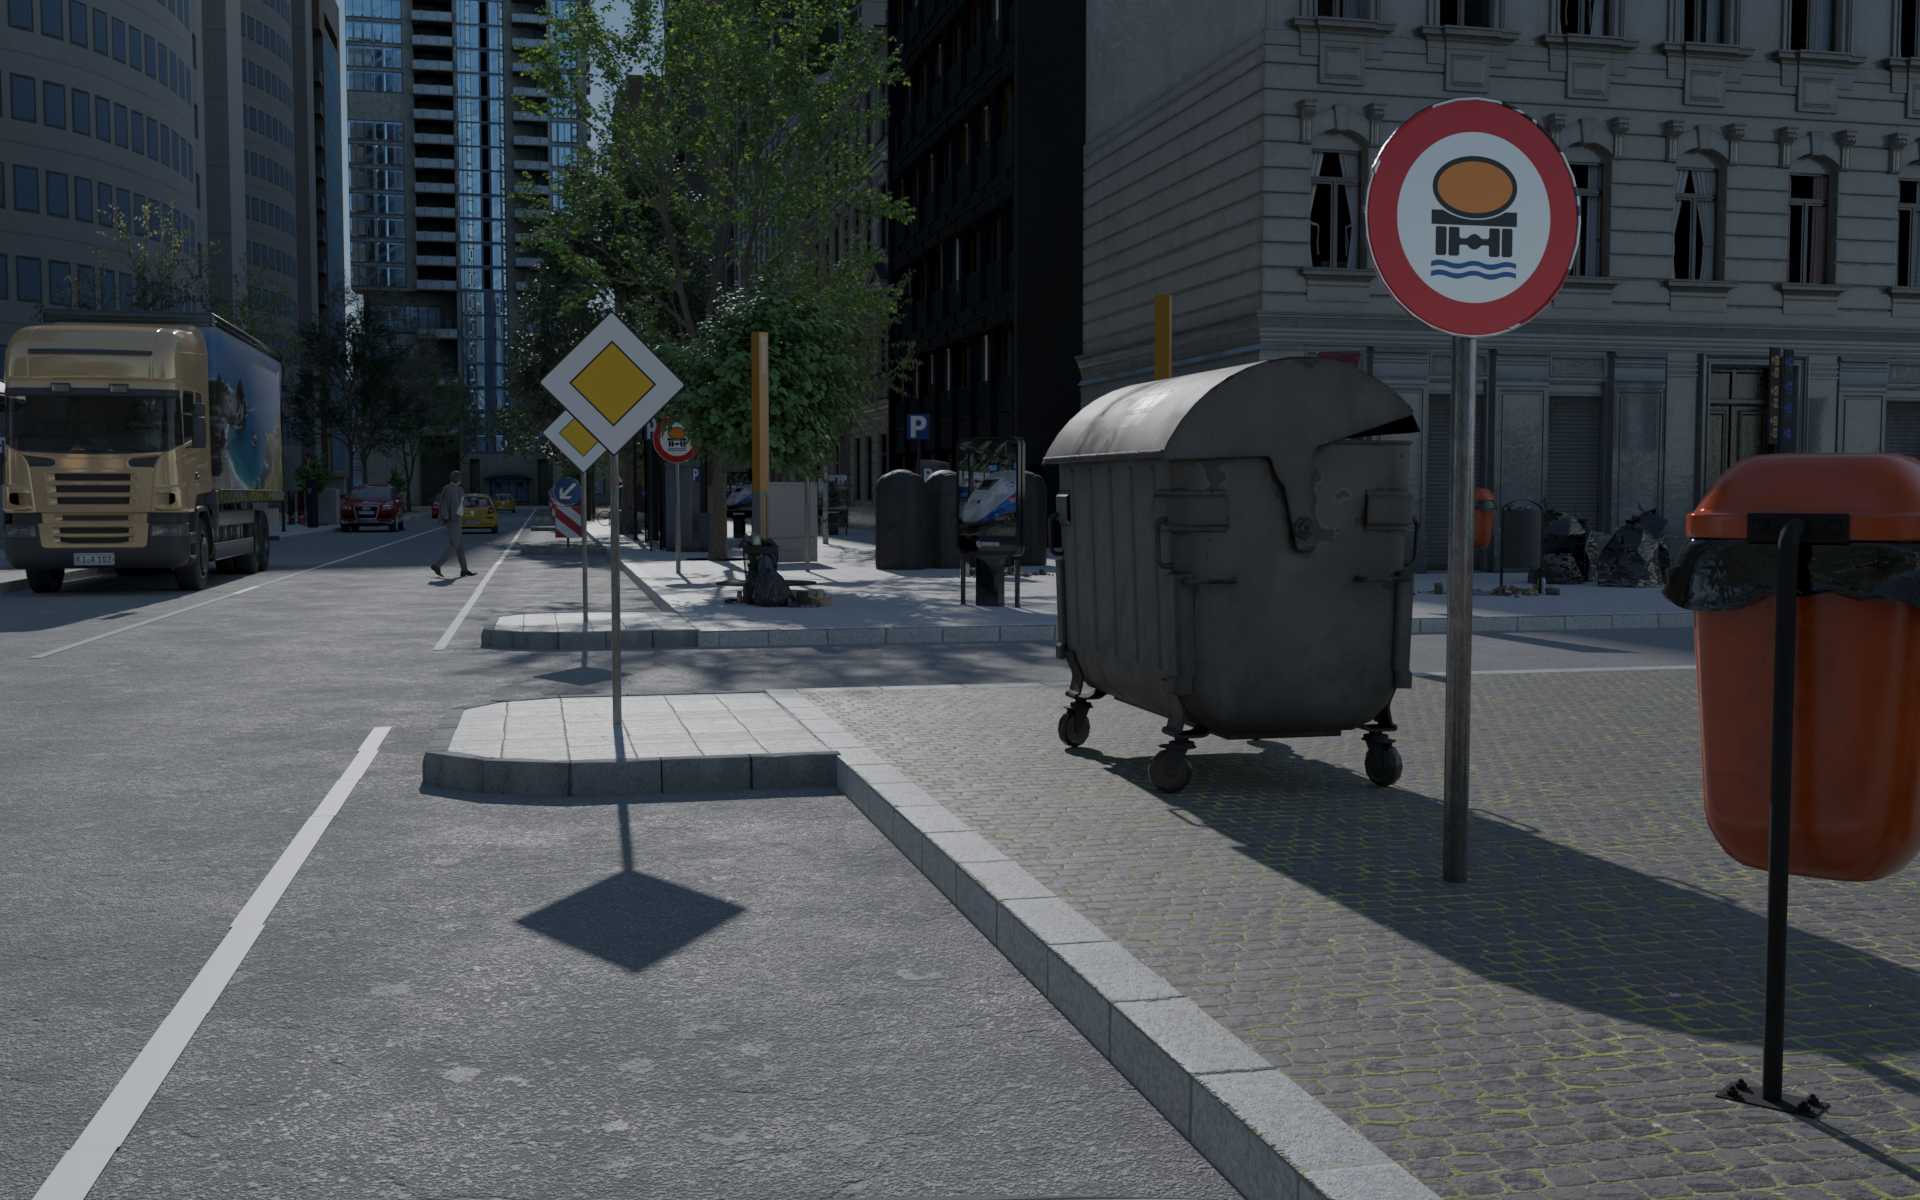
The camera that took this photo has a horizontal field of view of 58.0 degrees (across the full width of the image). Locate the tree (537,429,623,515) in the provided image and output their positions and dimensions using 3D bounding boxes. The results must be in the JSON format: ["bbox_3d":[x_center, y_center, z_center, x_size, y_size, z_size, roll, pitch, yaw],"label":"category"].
[{"bbox_3d":[-22.938,-11.623,108.169,7.486,12.596,7.792,0,3,0],"label":"tree"}]

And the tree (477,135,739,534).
[{"bbox_3d":[-10.535,-8.456,55.266,9.611,12.733,9.660,0,3,0],"label":"tree"}]

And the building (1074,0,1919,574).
[{"bbox_3d":[12.218,-11.249,33.067,18.267,20.994,9.793,-1,4,-13],"label":"building"}]

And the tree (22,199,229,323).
[{"bbox_3d":[-20.229,-5.643,42.629,4.360,8.622,3.978,0,3,0],"label":"tree"}]

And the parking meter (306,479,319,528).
[{"bbox_3d":[-24.676,-3.686,65.974,0.399,1.863,0.255,2,4,25],"label":"parking meter"}]

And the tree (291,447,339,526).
[{"bbox_3d":[-26.343,-4.646,70.563,1.663,3.219,1.824,0,3,0],"label":"tree"}]

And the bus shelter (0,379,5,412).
[{"bbox_3d":[-16.177,-2.026,27.055,2.014,3.302,5.546,-1,4,-13],"label":"bus shelter"}]

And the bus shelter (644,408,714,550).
[{"bbox_3d":[-7.114,-3.145,42.700,1.731,3.624,6.357,-1,4,-13],"label":"bus shelter"}]

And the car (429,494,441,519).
[{"bbox_3d":[-30.166,-5.690,102.077,2.155,1.783,4.494,-1,4,-15],"label":"car"}]

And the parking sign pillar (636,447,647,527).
[{"bbox_3d":[-12.174,-4.825,67.358,1.447,3.967,1.447,0,4,-4],"label":"parking sign pillar"}]

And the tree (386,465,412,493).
[{"bbox_3d":[-36.539,-7.187,112.112,1.663,3.219,1.824,0,3,0],"label":"tree"}]

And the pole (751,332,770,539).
[{"bbox_3d":[-2.524,-1.717,21.922,0.158,3.312,0.155,0,3,0],"label":"pole"}]

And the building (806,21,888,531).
[{"bbox_3d":[0.150,-12.337,66.342,10.561,19.102,19.286,-1,4,-13],"label":"building"}]

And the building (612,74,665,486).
[{"bbox_3d":[-30.401,-32.999,189.647,14.200,45.320,14.600,-1,4,-13],"label":"building"}]

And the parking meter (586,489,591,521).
[{"bbox_3d":[-18.120,-4.628,84.081,0.372,1.533,0.369,0,3,0],"label":"parking meter"}]

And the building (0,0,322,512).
[{"bbox_3d":[-58.058,-35.420,121.113,21.231,58.520,28.212,-1,4,-13],"label":"building"}]

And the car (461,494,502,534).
[{"bbox_3d":[-17.832,-3.259,63.501,2.015,1.641,3.980,-1,4,-14],"label":"car"}]

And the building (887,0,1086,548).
[{"bbox_3d":[5.486,-13.443,49.463,12.332,23.373,15.834,-1,4,-13],"label":"building"}]

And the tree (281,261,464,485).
[{"bbox_3d":[-31.635,-11.099,91.841,12.009,13.543,11.850,0,3,0],"label":"tree"}]

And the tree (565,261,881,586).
[{"bbox_3d":[-2.680,-2.497,24.542,4.285,4.588,4.351,0,3,0],"label":"tree"}]

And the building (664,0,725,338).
[{"bbox_3d":[-11.511,-31.299,135.440,21.300,48.544,21.600,-1,4,-13],"label":"building"}]

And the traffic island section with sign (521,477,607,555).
[{"bbox_3d":[-9.518,-2.012,41.523,1.989,1.847,2.006,-1,4,-13],"label":"traffic island section with sign"}]

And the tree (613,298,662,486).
[{"bbox_3d":[-11.862,-6.965,64.248,4.737,8.622,4.395,0,3,0],"label":"tree"}]

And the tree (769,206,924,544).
[{"bbox_3d":[-3.276,-5.756,44.478,4.737,8.622,4.395,0,3,0],"label":"tree"}]

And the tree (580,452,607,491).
[{"bbox_3d":[-34.425,-12.746,158.764,4.360,8.622,3.978,0,3,0],"label":"tree"}]

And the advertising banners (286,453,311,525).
[{"bbox_3d":[-27.917,-4.714,73.270,0.090,3.025,2.074,1,4,9],"label":"advertising banners"}]

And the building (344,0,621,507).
[{"bbox_3d":[-53.319,-53.480,187.064,31.000,86.520,22.319,-1,4,-13],"label":"building"}]

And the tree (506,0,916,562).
[{"bbox_3d":[-4.682,-6.552,32.877,9.928,11.665,9.643,0,3,0],"label":"tree"}]

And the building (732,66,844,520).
[{"bbox_3d":[-5.275,-14.419,84.897,9.793,20.994,18.267,-1,4,-13],"label":"building"}]

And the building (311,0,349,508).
[{"bbox_3d":[-59.161,-30.153,143.106,14.200,45.320,14.600,-1,4,-13],"label":"building"}]

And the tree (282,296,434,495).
[{"bbox_3d":[-28.316,-8.968,81.047,7.601,10.594,8.767,-2,4,-33],"label":"tree"}]

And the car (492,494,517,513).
[{"bbox_3d":[-34.716,-7.431,131.728,2.015,1.641,3.980,-1,4,-13],"label":"car"}]

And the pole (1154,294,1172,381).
[{"bbox_3d":[2.083,-1.466,17.814,0.158,3.312,0.155,0,3,0],"label":"pole"}]

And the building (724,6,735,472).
[{"bbox_3d":[-6.515,-41.314,113.729,20.563,71.187,20.611,-1,4,-13],"label":"building"}]

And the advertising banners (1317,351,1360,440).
[{"bbox_3d":[3.887,-1.546,21.469,2.074,3.025,0.090,0,4,8],"label":"advertising banners"}]

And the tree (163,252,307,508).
[{"bbox_3d":[-21.686,-6.209,51.886,4.737,8.622,4.395,0,3,0],"label":"tree"}]

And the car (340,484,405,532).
[{"bbox_3d":[-22.529,-3.539,66.538,2.281,1.827,5.304,-1,4,-13],"label":"car"}]
